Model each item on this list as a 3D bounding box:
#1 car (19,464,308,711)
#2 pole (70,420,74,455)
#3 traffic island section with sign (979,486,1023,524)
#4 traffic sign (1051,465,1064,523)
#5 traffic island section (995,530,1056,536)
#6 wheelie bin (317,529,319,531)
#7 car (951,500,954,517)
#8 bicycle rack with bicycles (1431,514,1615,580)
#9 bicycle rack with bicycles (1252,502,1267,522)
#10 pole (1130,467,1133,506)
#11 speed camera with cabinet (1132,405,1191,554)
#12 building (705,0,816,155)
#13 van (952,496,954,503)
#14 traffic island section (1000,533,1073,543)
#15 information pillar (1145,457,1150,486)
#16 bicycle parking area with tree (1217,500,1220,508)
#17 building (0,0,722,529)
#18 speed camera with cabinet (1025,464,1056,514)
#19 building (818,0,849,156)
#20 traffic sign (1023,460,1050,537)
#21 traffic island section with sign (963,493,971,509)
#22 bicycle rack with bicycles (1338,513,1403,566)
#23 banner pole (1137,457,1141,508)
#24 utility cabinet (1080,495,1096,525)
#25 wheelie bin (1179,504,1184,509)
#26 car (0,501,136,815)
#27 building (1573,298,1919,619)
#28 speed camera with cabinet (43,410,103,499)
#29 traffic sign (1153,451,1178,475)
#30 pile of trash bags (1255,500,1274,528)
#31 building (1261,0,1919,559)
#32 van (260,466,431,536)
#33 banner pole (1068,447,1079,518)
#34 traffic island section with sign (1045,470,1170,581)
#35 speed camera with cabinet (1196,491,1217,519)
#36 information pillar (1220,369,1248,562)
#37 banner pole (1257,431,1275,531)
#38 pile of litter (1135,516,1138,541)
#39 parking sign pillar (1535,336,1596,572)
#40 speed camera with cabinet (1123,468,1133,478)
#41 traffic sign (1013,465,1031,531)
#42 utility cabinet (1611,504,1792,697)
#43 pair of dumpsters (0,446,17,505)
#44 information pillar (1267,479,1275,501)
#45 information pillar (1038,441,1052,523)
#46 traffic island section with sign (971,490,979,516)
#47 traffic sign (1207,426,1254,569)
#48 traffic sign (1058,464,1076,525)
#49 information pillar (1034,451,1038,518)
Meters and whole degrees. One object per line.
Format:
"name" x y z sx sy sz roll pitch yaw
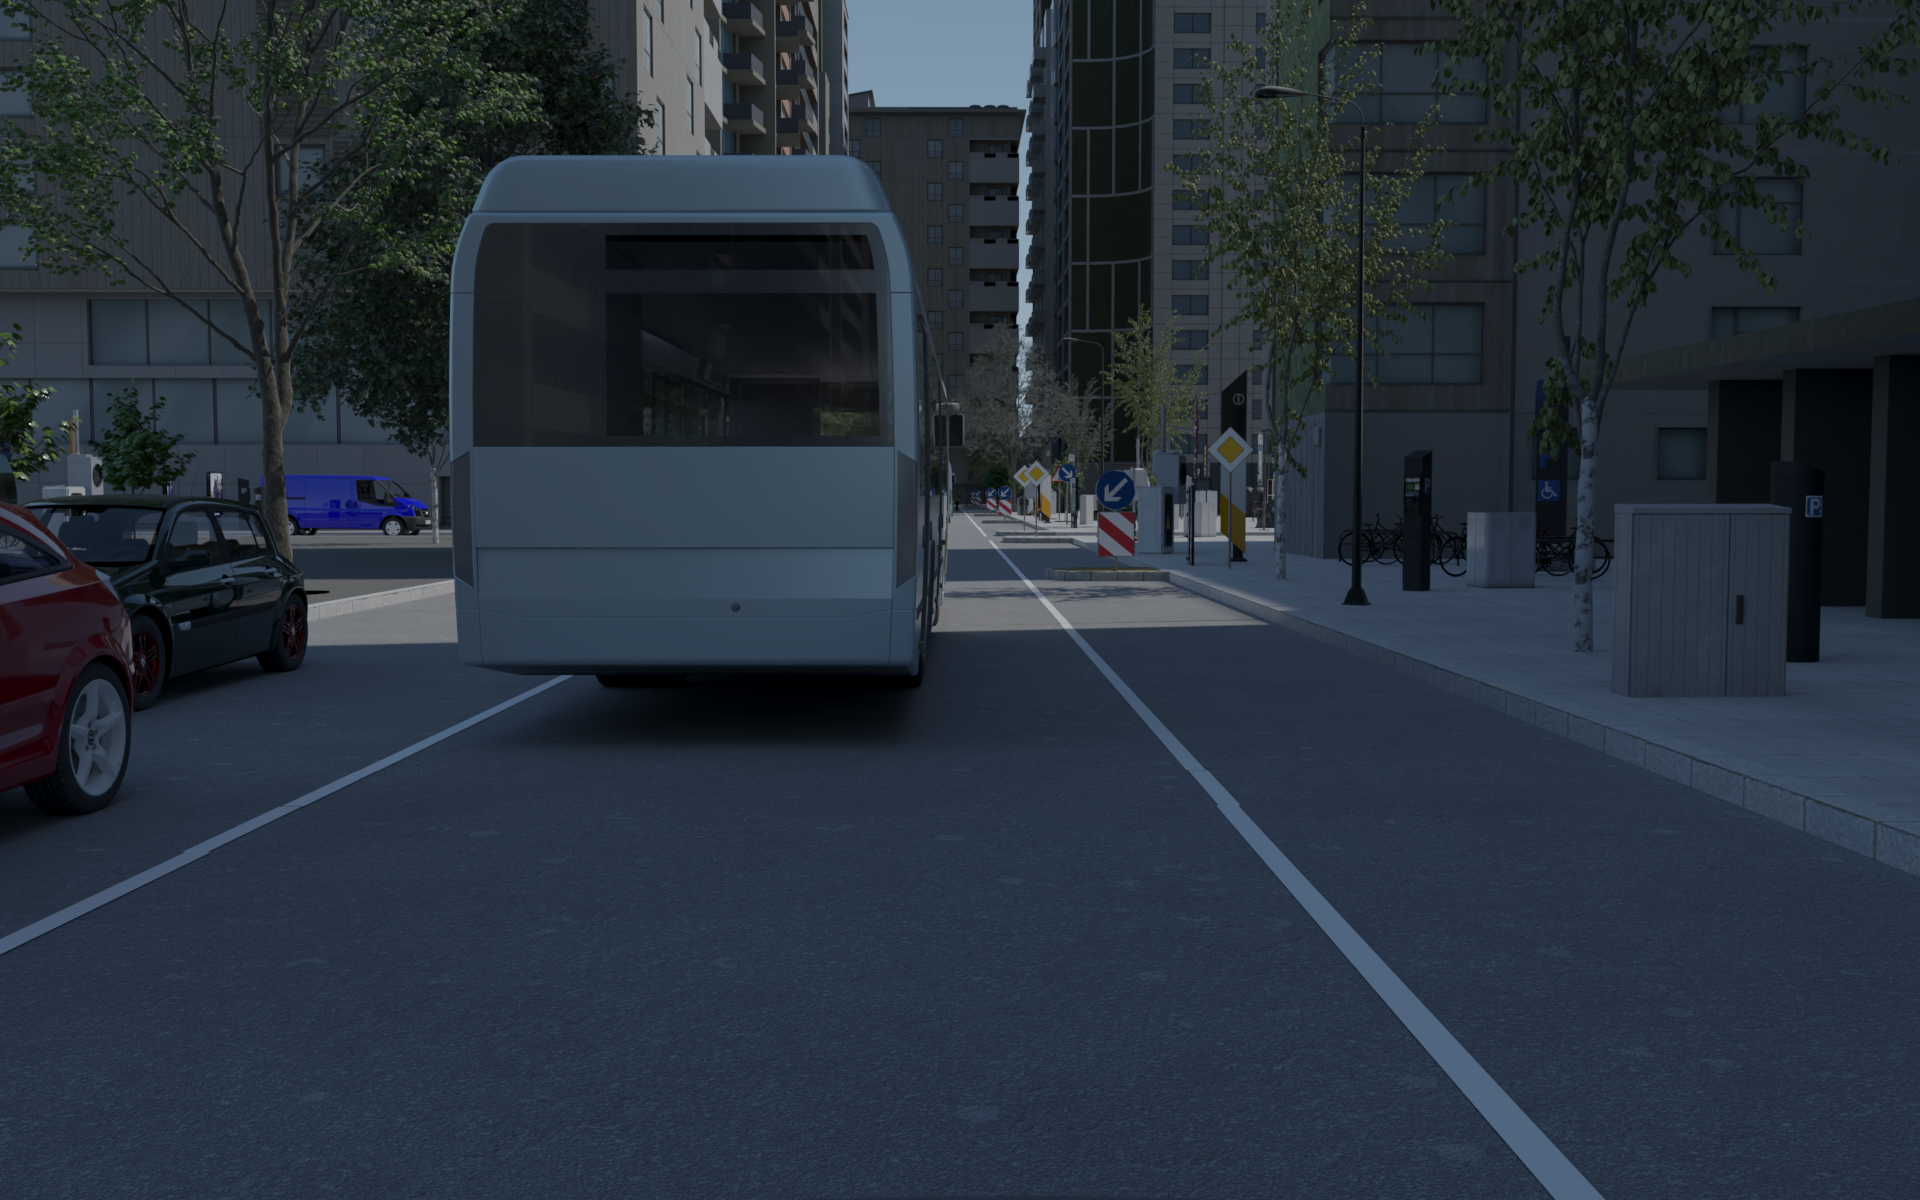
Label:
"car" -6.232 -0.175 12.640 2.009 1.686 4.222 0 3 0
"pole" -24.403 -3.298 47.772 0.158 3.312 0.155 0 3 0
"traffic island section with sign" 2.070 -4.665 84.903 1.989 1.847 2.006 0 4 0
"traffic sign" 4.437 -4.729 77.316 0.884 2.594 0.081 0 4 5
"traffic island section" 2.243 -2.291 59.741 2.009 0.180 2.903 0 4 0
"wheelie bin" -22.697 -3.204 60.300 0.980 1.594 0.693 -1 4 -8
"car" -1.395 -6.039 110.536 2.131 1.459 4.920 0 4 -2
"bicycle rack with bicycles" 8.842 -0.808 26.592 2.925 0.926 2.852 0 4 2
"bicycle rack with bicycles" 13.560 -4.153 81.289 2.852 0.926 2.925 2 4 28
"pole" 12.907 -8.360 130.529 0.158 3.312 0.155 0 3 0
"speed camera with cabinet" 4.433 -2.659 37.808 0.660 3.252 2.038 1 4 22
"building" -21.190 -28.149 114.863 22.147 44.769 28.867 0 4 0
"van" -1.680 -11.037 187.466 2.013 2.044 4.112 0 4 -2
"traffic island section" 2.298 -1.803 51.756 2.009 0.180 2.903 0 4 0
"information pillar" 11.975 -7.297 110.661 0.183 3.616 0.504 2 4 33
"bicycle parking area with tree" 20.810 -7.771 114.058 8.231 4.147 9.016 2 4 23
"building" -25.062 -29.671 74.358 28.713 52.752 27.495 0 4 0
"speed camera with cabinet" 5.292 -7.308 113.822 2.038 3.252 0.660 0 4 1
"building" -26.895 -40.055 196.904 28.212 58.520 21.231 0 4 0
"traffic sign" 2.275 -2.938 51.678 0.795 2.450 0.064 0 4 0
"traffic island section with sign" 1.553 -9.350 161.493 1.989 1.847 2.006 0 4 0
"bicycle rack with bicycles" 8.204 -1.121 31.706 2.925 0.926 2.852 0 4 2
"banner pole" 10.684 -6.948 103.624 0.401 3.779 0.863 -1 4 -11
"utility cabinet" 5.339 -3.790 73.127 0.306 1.237 1.020 1 4 22
"wheelie bin" 13.906 -6.219 109.593 0.693 1.594 0.980 2 4 28
"car" -4.739 0.166 6.330 2.155 1.783 4.494 0 4 -1
"building" 19.152 -21.625 8.193 22.147 44.769 28.867 0 4 0
"speed camera with cabinet" -20.445 -2.790 39.950 0.660 3.252 2.038 0 4 -5
"traffic sign" 4.785 -2.337 40.334 0.606 2.300 0.079 0 4 2
"pile of trash bags" 12.689 -3.457 66.280 1.912 1.369 3.447 2 4 32
"building" 14.123 -21.783 39.754 14.154 41.232 14.086 0 4 0
"van" -19.907 -3.172 56.253 5.245 2.365 2.240 0 4 -1
"banner pole" 6.041 -6.226 91.806 0.863 3.779 0.401 -2 4 -34
"traffic island section with sign" 2.458 -1.269 29.368 1.989 1.847 2.006 0 4 0
"speed camera with cabinet" 12.012 -5.729 88.007 2.038 3.252 0.660 -1 4 -10
"information pillar" 5.185 -2.531 32.729 0.504 3.616 0.183 1 4 18
"banner pole" 10.595 -4.328 60.776 0.401 3.779 0.863 2 4 33
"pile of litter" 4.838 -2.062 47.675 1.176 0.858 1.719 2 4 35
"parking sign pillar" 9.953 -2.485 29.099 1.447 3.967 1.447 1 4 23
"speed camera with cabinet" 6.903 -4.168 62.484 2.038 3.252 0.660 -2 4 -25
"traffic sign" 2.220 -3.426 59.663 0.795 2.450 0.064 0 4 0
"utility cabinet" 4.721 0.007 11.042 1.020 1.237 0.306 0 4 -3
"pair of dumpsters" -8.400 -0.577 11.921 1.574 2.255 4.437 0 4 0
"information pillar" 15.493 -4.994 86.145 0.304 2.012 0.304 3 5 41
"information pillar" 3.779 -5.173 75.927 0.504 3.616 0.183 -2 4 -31
"traffic island section with sign" 1.893 -6.314 111.857 1.989 1.847 2.006 0 4 0
"traffic sign" 4.625 -1.743 29.684 0.795 2.450 0.064 1 4 8
"traffic sign" 4.505 -4.449 72.851 0.768 2.556 0.104 0 4 1
"information pillar" 4.290 -6.309 94.503 0.504 3.616 0.183 2 4 34
